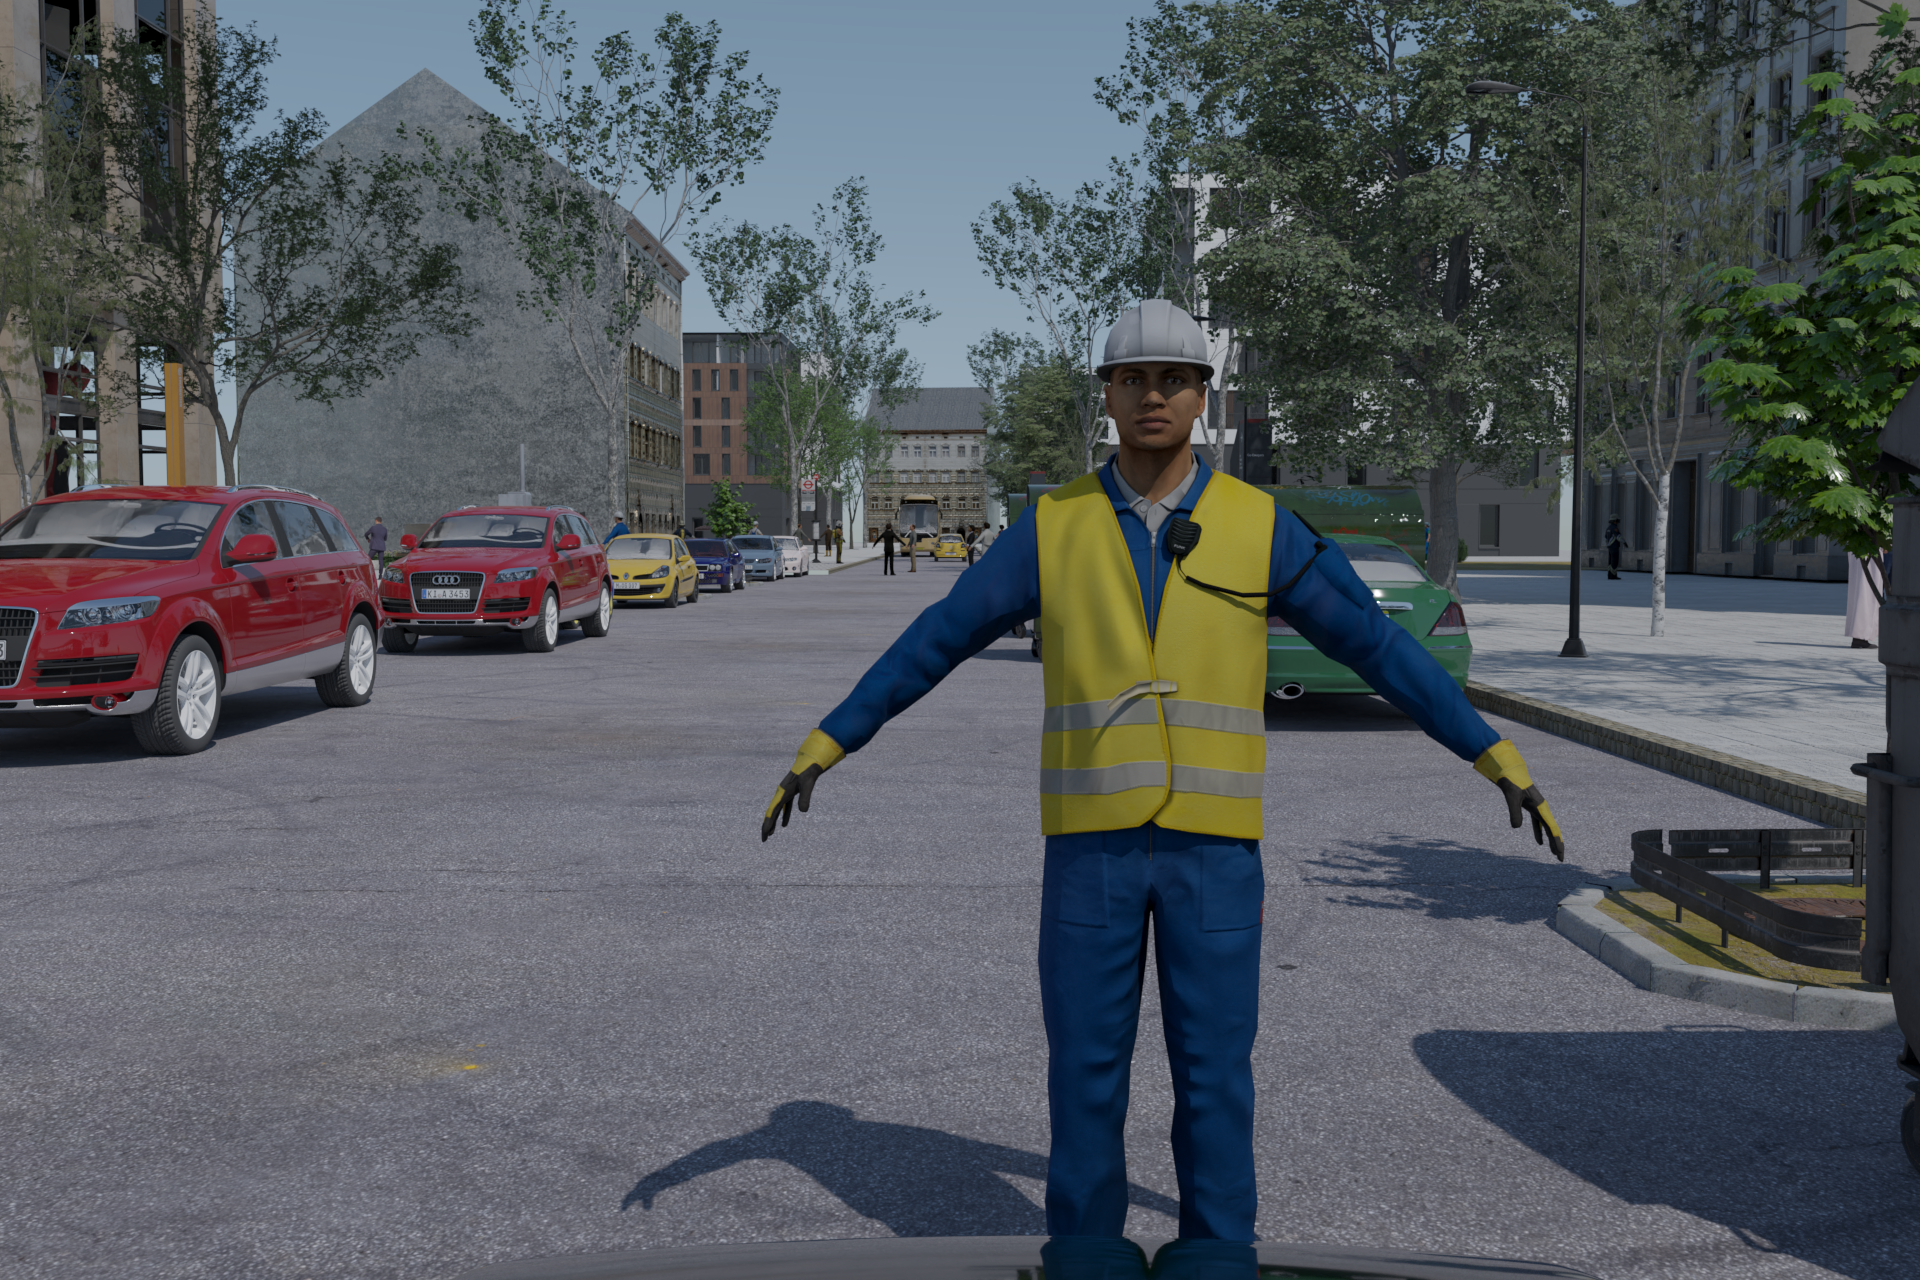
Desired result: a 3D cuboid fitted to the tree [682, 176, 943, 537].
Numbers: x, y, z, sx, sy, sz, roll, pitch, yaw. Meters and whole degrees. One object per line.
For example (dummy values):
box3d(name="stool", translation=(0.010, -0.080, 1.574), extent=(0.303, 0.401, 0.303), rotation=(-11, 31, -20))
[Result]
box3d(name="tree", translation=(-7.787, -14.409, 91.476), extent=(12.611, 20.169, 13.585), rotation=(0, 3, 0))

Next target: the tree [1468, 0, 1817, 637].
box3d(name="tree", translation=(8.729, -4.332, 21.188), extent=(4.360, 8.622, 3.978), rotation=(0, 3, 0))

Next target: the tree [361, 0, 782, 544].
box3d(name="tree", translation=(-13.343, -12.434, 59.185), extent=(12.611, 20.169, 13.585), rotation=(0, 3, 0))

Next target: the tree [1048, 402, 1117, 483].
box3d(name="tree", translation=(6.260, -8.942, 96.556), extent=(4.360, 8.622, 3.978), rotation=(0, 3, 0))

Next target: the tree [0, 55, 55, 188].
box3d(name="tree", translation=(-12.247, -4.903, 14.575), extent=(7.601, 10.594, 8.767), rotation=(3, 5, 39))

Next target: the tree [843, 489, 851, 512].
box3d(name="tree", translation=(-21.313, -21.309, 258.778), extent=(12.009, 13.543, 11.850), rotation=(0, 3, 0))

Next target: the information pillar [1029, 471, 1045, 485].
box3d(name="information pillar", translation=(3.208, -5.044, 71.852), extent=(0.750, 3.857, 0.750), rotation=(0, 3, 0))

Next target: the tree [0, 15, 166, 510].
box3d(name="tree", translation=(-12.427, -4.456, 23.217), extent=(4.360, 8.622, 3.978), rotation=(0, 3, 0))

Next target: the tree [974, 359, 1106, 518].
box3d(name="tree", translation=(5.986, -13.268, 123.586), extent=(9.857, 13.997, 8.962), rotation=(0, 3, 0))

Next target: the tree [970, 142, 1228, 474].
box3d(name="tree", translation=(7.584, -13.882, 82.852), extent=(12.611, 20.169, 13.585), rotation=(0, 3, 0))

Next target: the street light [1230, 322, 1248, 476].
box3d(name="street light", translation=(6.640, -3.943, 37.006), extent=(1.470, 5.913, 1.316), rotation=(0, 4, 0))

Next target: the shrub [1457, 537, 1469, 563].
box3d(name="shrub", translation=(22.297, -4.062, 77.526), extent=(1.383, 1.207, 1.383), rotation=(0, 3, 0))

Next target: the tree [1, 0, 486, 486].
box3d(name="tree", translation=(-12.496, -5.837, 29.853), extent=(8.767, 10.594, 7.601), rotation=(-1, 4, -16))

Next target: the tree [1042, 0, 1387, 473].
box3d(name="tree", translation=(9.050, -12.513, 60.479), extent=(12.611, 20.169, 13.585), rotation=(0, 3, 0))

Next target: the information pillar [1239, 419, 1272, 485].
box3d(name="information pillar", translation=(6.680, -3.048, 39.205), extent=(0.750, 3.857, 0.750), rotation=(0, 3, 0))

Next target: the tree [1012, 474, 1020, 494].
box3d(name="tree", translation=(5.436, -12.558, 155.681), extent=(4.360, 8.622, 3.978), rotation=(0, 3, 0))

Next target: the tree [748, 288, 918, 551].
box3d(name="tree", translation=(-9.473, -16.760, 129.913), extent=(12.611, 20.169, 13.585), rotation=(0, 3, 0))

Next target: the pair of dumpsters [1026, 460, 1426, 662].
box3d(name="pair of dumpsters", translation=(2.931, -0.903, 19.718), extent=(4.436, 2.255, 1.574), rotation=(0, 4, -1))

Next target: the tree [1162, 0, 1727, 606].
box3d(name="tree", translation=(8.568, -7.590, 30.748), extent=(9.857, 13.997, 8.962), rotation=(0, 3, 0))

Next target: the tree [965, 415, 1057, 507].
box3d(name="tree", translation=(5.626, -15.490, 163.637), extent=(12.009, 13.543, 11.850), rotation=(0, 3, 0))

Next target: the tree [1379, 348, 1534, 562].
box3d(name="tree", translation=(22.234, -8.793, 78.184), extent=(7.601, 10.594, 8.767), rotation=(1, 4, 21))

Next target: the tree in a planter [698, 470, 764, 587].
box3d(name="tree in a planter", translation=(-6.498, -3.111, 48.088), extent=(1.991, 3.239, 1.994), rotation=(0, 4, 0))

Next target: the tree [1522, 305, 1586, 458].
box3d(name="tree", translation=(25.656, -8.697, 67.953), extent=(9.928, 11.665, 9.643), rotation=(0, 3, 0))

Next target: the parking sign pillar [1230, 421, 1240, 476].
box3d(name="parking sign pillar", translation=(6.822, -3.265, 41.858), extent=(1.447, 3.967, 1.447), rotation=(0, 4, 0))

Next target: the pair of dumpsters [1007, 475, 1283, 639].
box3d(name="pair of dumpsters", translation=(2.834, -1.178, 24.215), extent=(4.436, 2.255, 1.574), rotation=(0, 4, -1))

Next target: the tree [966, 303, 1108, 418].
box3d(name="tree", translation=(7.150, -17.447, 141.154), extent=(12.611, 20.169, 13.585), rotation=(0, 3, 0))

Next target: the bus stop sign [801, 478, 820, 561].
box3d(name="bus stop sign", translation=(-6.978, -5.646, 81.014), extent=(0.855, 3.939, 0.416), rotation=(0, 4, 0))

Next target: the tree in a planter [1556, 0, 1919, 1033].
box3d(name="tree in a planter", translation=(3.154, -0.525, 5.801), extent=(1.991, 3.239, 1.994), rotation=(0, 3, 0))

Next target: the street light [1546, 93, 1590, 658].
box3d(name="street light", translation=(6.961, -2.776, 17.933), extent=(1.470, 5.913, 1.316), rotation=(0, 4, 0))

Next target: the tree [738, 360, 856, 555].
box3d(name="tree", translation=(-9.822, -10.939, 104.613), extent=(9.928, 11.665, 9.643), rotation=(0, 3, 0))

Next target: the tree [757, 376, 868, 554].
box3d(name="tree", translation=(-9.657, -11.515, 114.019), extent=(9.928, 11.665, 9.643), rotation=(0, 3, 0))

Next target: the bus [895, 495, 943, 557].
box3d(name="bus", translation=(-2.532, -7.340, 111.562), extent=(2.896, 3.916, 12.252), rotation=(0, 4, 0))

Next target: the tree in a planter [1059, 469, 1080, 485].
box3d(name="tree in a planter", translation=(3.194, -3.050, 47.088), extent=(1.991, 3.239, 1.994), rotation=(0, 4, -1))

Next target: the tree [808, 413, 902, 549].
box3d(name="tree", translation=(-8.973, -13.408, 144.982), extent=(9.928, 11.665, 9.643), rotation=(0, 3, 0))

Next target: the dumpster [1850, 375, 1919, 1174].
box3d(name="dumpster", translation=(2.884, 0.299, 3.327), extent=(1.865, 1.857, 1.264), rotation=(0, 4, -1))

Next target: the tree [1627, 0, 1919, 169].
box3d(name="tree", translation=(8.846, -4.714, 11.489), extent=(8.767, 10.594, 7.601), rotation=(2, 4, 25))

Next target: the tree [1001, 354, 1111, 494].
box3d(name="tree", translation=(6.202, -11.719, 109.730), extent=(7.486, 12.596, 7.792), rotation=(0, 3, 0))

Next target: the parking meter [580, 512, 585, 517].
box3d(name="parking meter", translation=(-10.039, -2.431, 45.463), extent=(0.399, 1.863, 0.255), rotation=(0, 4, 1))

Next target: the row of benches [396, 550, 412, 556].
box3d(name="row of benches", translation=(-20.078, -3.232, 68.308), extent=(4.104, 0.672, 1.422), rotation=(-1, 4, -15))

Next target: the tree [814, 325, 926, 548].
box3d(name="tree", translation=(-10.221, -18.523, 158.746), extent=(12.611, 20.169, 13.585), rotation=(0, 3, 0))
